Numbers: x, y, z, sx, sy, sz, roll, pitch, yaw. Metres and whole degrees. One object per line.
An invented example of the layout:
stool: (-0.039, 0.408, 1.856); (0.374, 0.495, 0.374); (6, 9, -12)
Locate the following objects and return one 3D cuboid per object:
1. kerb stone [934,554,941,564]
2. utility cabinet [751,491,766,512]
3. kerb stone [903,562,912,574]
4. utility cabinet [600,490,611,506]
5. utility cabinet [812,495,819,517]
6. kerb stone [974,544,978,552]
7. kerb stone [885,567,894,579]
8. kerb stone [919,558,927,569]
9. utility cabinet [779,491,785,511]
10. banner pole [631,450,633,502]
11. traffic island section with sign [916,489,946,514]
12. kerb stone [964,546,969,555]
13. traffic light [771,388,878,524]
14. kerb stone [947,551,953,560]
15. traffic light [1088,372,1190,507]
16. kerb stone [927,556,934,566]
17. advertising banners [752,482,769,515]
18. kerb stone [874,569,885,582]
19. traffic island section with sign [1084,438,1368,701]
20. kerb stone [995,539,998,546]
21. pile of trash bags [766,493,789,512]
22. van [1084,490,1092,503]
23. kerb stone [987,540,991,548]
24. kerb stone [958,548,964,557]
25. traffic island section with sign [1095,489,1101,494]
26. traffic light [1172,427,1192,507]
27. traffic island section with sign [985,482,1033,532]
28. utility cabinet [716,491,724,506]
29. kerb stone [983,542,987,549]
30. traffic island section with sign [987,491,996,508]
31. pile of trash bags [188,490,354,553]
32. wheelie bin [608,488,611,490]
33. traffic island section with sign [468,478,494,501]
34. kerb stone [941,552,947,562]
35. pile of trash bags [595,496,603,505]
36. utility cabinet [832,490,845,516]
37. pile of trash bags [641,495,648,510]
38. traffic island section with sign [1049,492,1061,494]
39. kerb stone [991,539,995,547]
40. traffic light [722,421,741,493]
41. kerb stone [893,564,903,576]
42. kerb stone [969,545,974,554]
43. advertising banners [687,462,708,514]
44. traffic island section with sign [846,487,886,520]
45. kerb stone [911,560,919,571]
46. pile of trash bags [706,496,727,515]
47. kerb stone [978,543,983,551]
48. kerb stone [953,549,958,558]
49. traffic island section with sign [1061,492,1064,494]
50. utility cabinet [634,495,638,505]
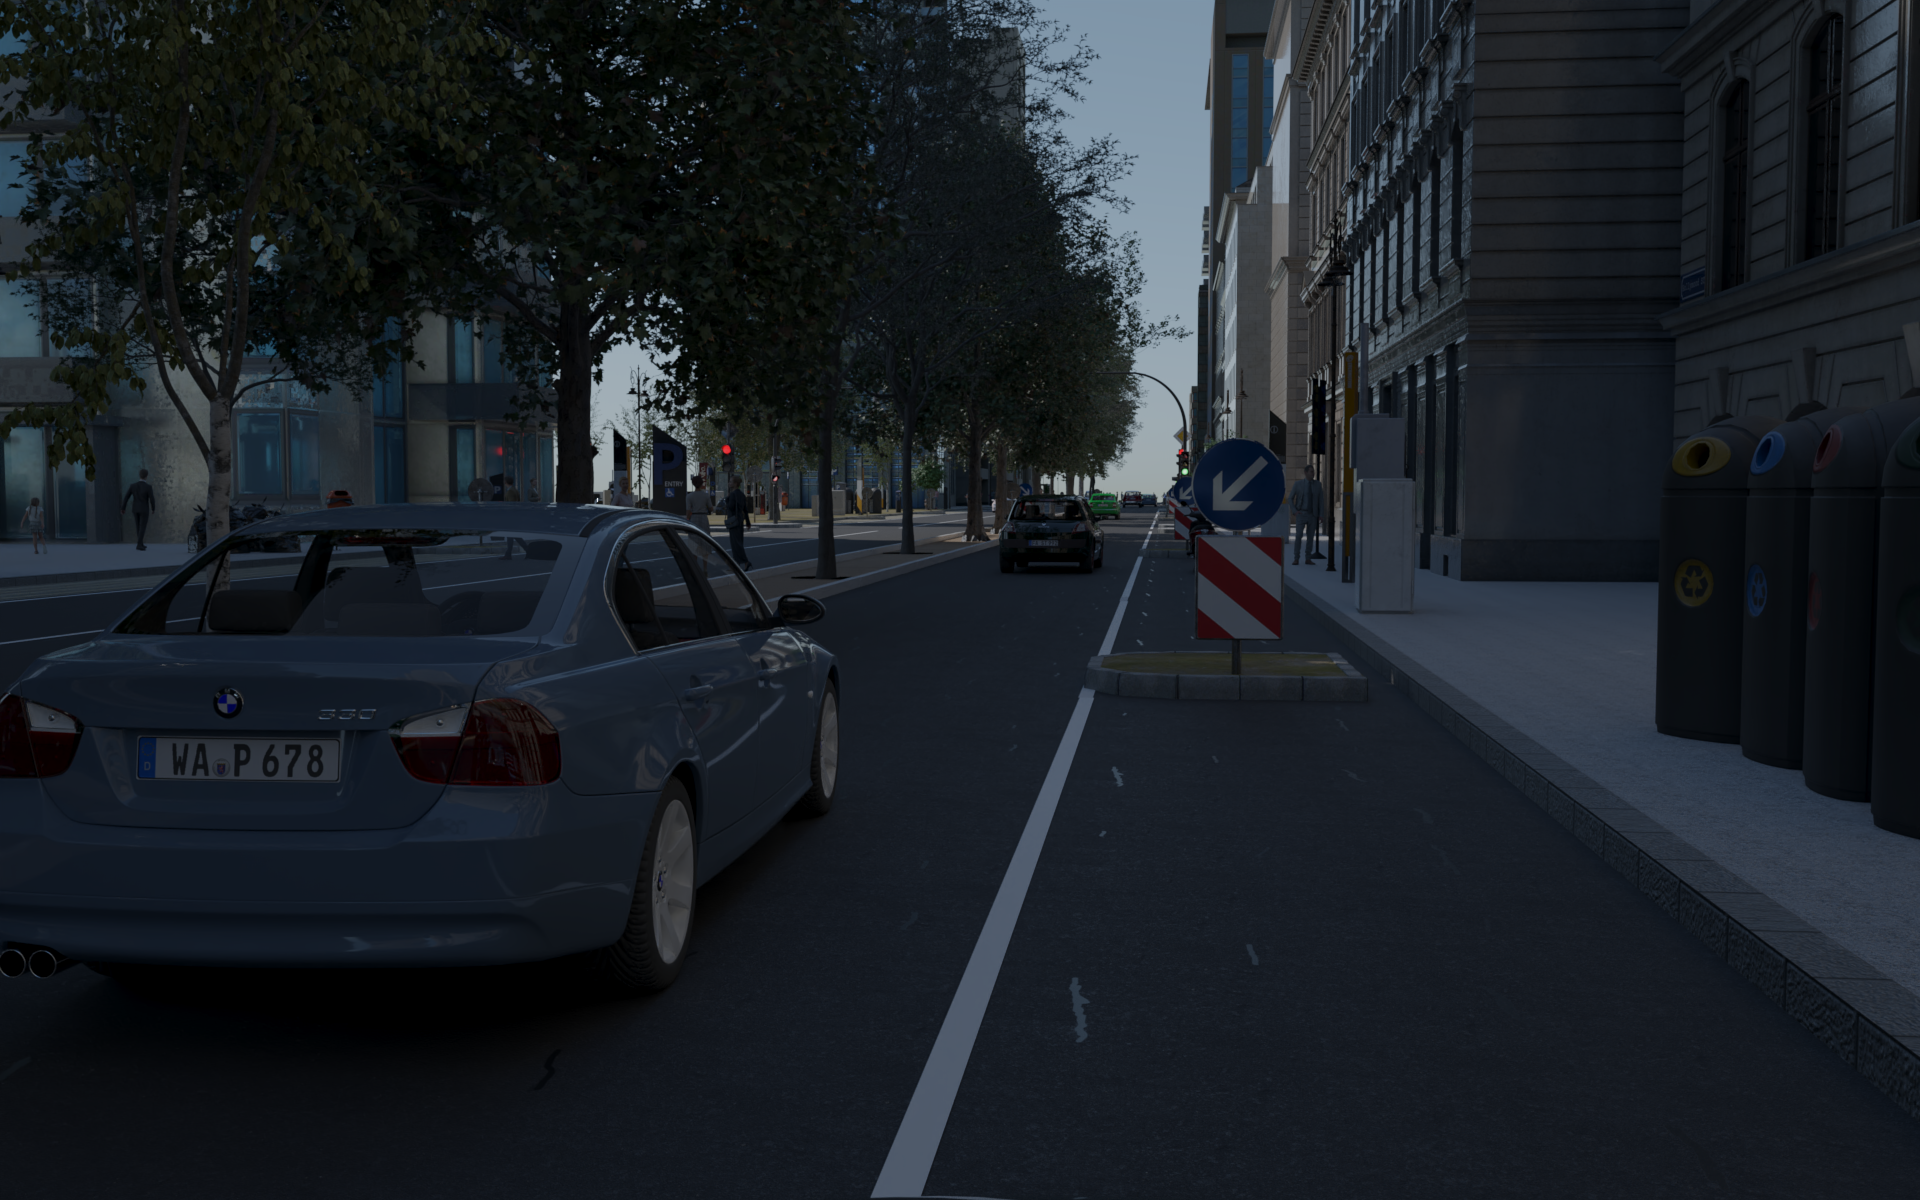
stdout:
kerb stone: (-0.575, -0.809, 35.469); (0.120, 0.150, 1.000); (0, 4, 7)
utility cabinet: (-13.938, -6.789, 119.685); (0.318, 1.500, 1.173); (3, 5, 45)
kerb stone: (-1.047, -0.562, 31.386); (0.120, 0.150, 1.000); (0, 4, 7)
utility cabinet: (-28.898, -8.132, 141.634); (1.173, 1.500, 0.318); (0, 4, 6)
utility cabinet: (-8.267, -5.383, 99.171); (0.306, 1.237, 1.020); (0, 4, 6)
kerb stone: (0.277, -1.245, 42.594); (0.120, 0.150, 1.000); (0, 4, 7)
kerb stone: (-1.293, -0.437, 29.346); (0.120, 0.150, 1.000); (0, 4, 7)
kerb stone: (-0.810, -0.687, 33.433); (0.120, 0.150, 1.000); (0, 4, 7)
utility cabinet: (-13.262, -7.338, 128.649); (0.318, 1.500, 1.173); (-1, 4, -20)
banner pole: (-18.714, -6.578, 97.573); (0.863, 3.779, 0.401); (1, 4, 13)
traffic island section with sign: (-2.068, -7.048, 123.857); (1.989, 1.847, 2.006); (0, 4, 7)
kerb stone: (0.030, -1.123, 40.557); (0.120, 0.150, 1.000); (0, 4, 7)
traffic light: (-5.806, -6.075, 73.992); (4.771, 5.953, 1.251); (0, 4, 7)
kerb stone: (-0.334, -0.936, 37.505); (0.120, 0.150, 1.000); (0, 4, 7)
traffic light: (6.224, -5.486, 64.371); (4.771, 5.953, 1.251); (0, 4, 7)
kerb stone: (-0.687, -0.750, 34.452); (0.120, 0.150, 1.000); (0, 4, 7)
advertising banners: (-12.150, -6.754, 106.622); (2.074, 3.025, 0.090); (3, 5, 40)
kerb stone: (-1.415, -0.373, 28.326); (0.120, 0.150, 1.000); (0, 4, 7)
traffic island section with sign: (1.952, -0.268, 13.014); (1.989, 1.847, 2.006); (0, 4, 7)
kerb stone: (0.882, -1.559, 47.691); (0.120, 0.150, 1.000); (0, 4, 7)
pile of trash bags: (-14.049, -7.130, 126.327); (3.447, 1.369, 1.912); (-3, 4, -37)
van: (14.830, -11.542, 195.714); (2.013, 2.044, 4.112); (0, 4, 5)
kerb stone: (0.636, -1.433, 45.656); (0.120, 0.150, 1.000); (0, 4, 7)
kerb stone: (-0.087, -1.060, 39.534); (0.120, 0.150, 1.000); (0, 4, 7)
traffic island section with sign: (11.604, -8.515, 147.353); (2.006, 1.907, 1.989); (0, 4, 7)
traffic light: (9.251, -5.093, 72.197); (0.839, 4.253, 0.868); (0, 4, 7)
traffic island section with sign: (1.905, -3.501, 65.377); (2.006, 1.907, 1.989); (0, 4, 7)
utility cabinet: (-18.701, -7.592, 132.809); (1.173, 1.500, 0.318); (1, 4, 15)
kerb stone: (0.517, -1.369, 44.628); (0.120, 0.150, 1.000); (0, 4, 7)
traffic island section with sign: (3.829, -10.096, 173.703); (1.989, 1.847, 2.006); (0, 4, 7)
pile of trash bags: (-15.174, -1.749, 38.346); (3.447, 1.369, 1.912); (-3, 4, -36)
wheelie bin: (-18.809, -5.256, 93.843); (0.693, 1.594, 0.980); (2, 4, 33)
traffic island section with sign: (-11.773, -2.034, 41.882); (1.989, 1.847, 2.006); (0, 4, 7)
kerb stone: (-0.448, -0.874, 36.485); (0.120, 0.150, 1.000); (0, 4, 7)
pile of trash bags: (-22.353, -5.773, 104.138); (1.912, 1.369, 3.447); (-1, 4, -18)
utility cabinet: (-7.370, -5.725, 102.282); (1.173, 1.500, 0.318); (2, 4, 28)
pile of trash bags: (-24.454, -7.591, 133.871); (3.447, 1.369, 1.912); (0, 4, 4)
traffic island section with sign: (13.445, -15.070, 255.025); (1.989, 1.847, 2.006); (0, 4, 7)
kerb stone: (0.757, -1.491, 46.677); (0.120, 0.150, 1.000); (0, 4, 7)
traffic light: (-8.832, -4.731, 66.272); (0.839, 4.253, 0.868); (0, 4, 7)
kerb stone: (-1.171, -0.495, 30.370); (0.120, 0.150, 1.000); (0, 4, 7)
kerb stone: (0.149, -1.185, 41.580); (0.120, 0.150, 1.000); (0, 4, 7)
advertising banners: (-14.910, -6.077, 95.549); (2.074, 3.025, 0.090); (0, 4, 1)
traffic island section with sign: (-5.231, -5.410, 97.087); (1.989, 1.847, 2.006); (0, 4, 7)
kerb stone: (-0.938, -0.625, 32.407); (0.120, 0.150, 1.000); (0, 4, 7)
pile of trash bags: (-15.600, -5.835, 105.157); (3.447, 1.369, 1.912); (1, 4, 11)
kerb stone: (0.399, -1.310, 43.609); (0.120, 0.150, 1.000); (0, 4, 7)
kerb stone: (-0.212, -0.992, 38.520); (0.120, 0.150, 1.000); (0, 4, 7)
traffic island section with sign: (16.693, -16.748, 282.457); (1.989, 1.847, 2.006); (0, 4, 7)
utility cabinet: (-27.684, -8.266, 146.314); (1.020, 1.237, 0.306); (-1, 4, -12)
